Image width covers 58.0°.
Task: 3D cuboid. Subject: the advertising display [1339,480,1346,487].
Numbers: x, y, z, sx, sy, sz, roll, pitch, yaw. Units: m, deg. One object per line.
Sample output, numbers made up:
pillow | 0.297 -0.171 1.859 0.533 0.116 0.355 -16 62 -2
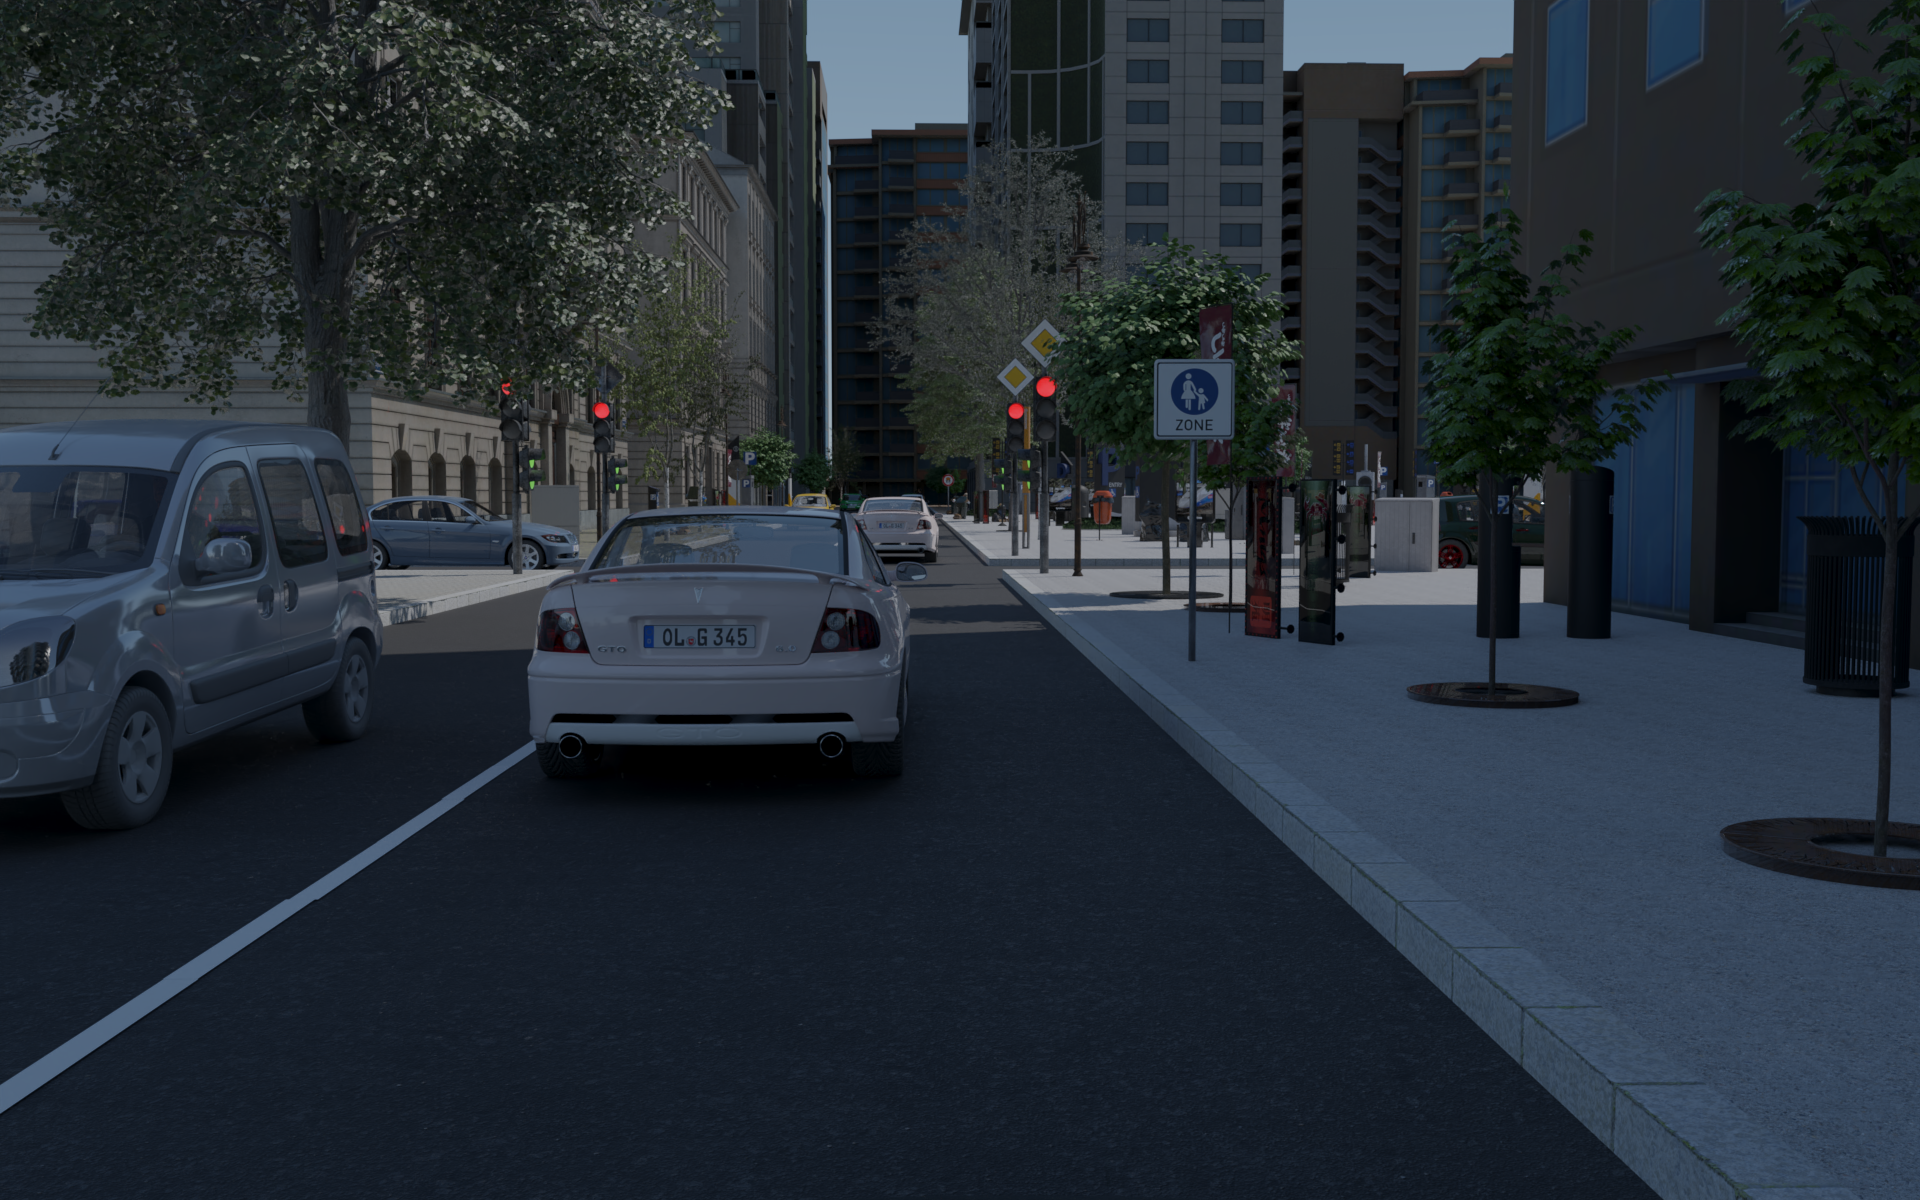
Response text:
advertising display | 17.377 -4.498 78.758 0.123 1.923 0.974 1 4 23

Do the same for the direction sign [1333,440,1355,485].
direction sign | 16.113 -4.943 72.817 0.876 3.537 0.379 1 4 17

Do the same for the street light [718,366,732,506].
street light | -8.433 -5.493 62.602 0.468 5.910 1.993 0 4 -2

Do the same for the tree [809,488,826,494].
tree | -10.805 -8.366 131.377 1.663 3.219 1.824 0 3 0

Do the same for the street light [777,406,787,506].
street light | -9.176 -7.130 89.369 0.468 5.910 1.993 0 4 -2

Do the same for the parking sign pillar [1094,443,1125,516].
parking sign pillar | 6.301 -5.165 72.921 1.447 3.967 1.447 -2 4 -33

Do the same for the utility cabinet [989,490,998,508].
utility cabinet | 1.655 -5.820 103.834 1.173 1.500 0.318 0 4 -7

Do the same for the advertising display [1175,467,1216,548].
advertising display | 5.645 -2.223 41.565 0.974 1.923 0.123 2 4 24

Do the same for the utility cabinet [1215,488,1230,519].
utility cabinet | 10.280 -3.653 68.409 1.173 1.500 0.318 3 4 36

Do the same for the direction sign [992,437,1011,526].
direction sign | 1.697 -4.732 69.370 0.876 3.537 0.379 2 4 26

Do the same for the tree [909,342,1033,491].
tree | 0.717 -9.771 94.170 8.767 10.594 7.601 2 4 35

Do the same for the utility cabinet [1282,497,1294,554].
utility cabinet | 6.907 -1.616 37.583 0.306 1.237 1.020 -1 4 -16

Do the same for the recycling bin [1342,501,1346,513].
recycling bin | 14.798 -3.272 66.044 0.722 1.027 0.722 0 4 -3

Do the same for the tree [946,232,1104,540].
tree | 2.050 -5.997 48.416 4.360 8.622 3.978 0 3 0

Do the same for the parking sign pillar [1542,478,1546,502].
parking sign pillar | 30.541 -6.144 88.924 1.447 3.967 1.447 -3 5 -42

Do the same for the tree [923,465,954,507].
tree | -2.040 -11.674 174.578 4.285 4.588 4.351 0 3 0

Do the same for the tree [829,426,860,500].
tree | -12.902 -14.542 188.127 4.360 8.622 3.978 0 3 0

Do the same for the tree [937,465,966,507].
tree | -0.239 -7.389 115.415 1.663 3.219 1.824 0 3 0

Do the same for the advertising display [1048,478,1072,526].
advertising display | 4.002 -3.918 69.280 0.974 1.923 0.123 -1 4 -11

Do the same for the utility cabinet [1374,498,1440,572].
utility cabinet | 7.419 -1.079 28.801 1.020 1.237 0.306 3 4 39

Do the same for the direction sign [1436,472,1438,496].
direction sign | 28.163 -6.741 102.214 0.379 3.537 0.876 0 4 7

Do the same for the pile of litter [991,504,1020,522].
pile of litter | 2.129 -4.004 79.432 1.719 0.858 1.176 -3 5 -39

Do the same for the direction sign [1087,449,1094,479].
direction sign | 6.827 -5.860 87.807 0.876 3.537 0.379 -1 4 -20

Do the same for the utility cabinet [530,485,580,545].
utility cabinet | -10.116 -2.113 43.224 1.173 1.500 0.318 -1 4 -22

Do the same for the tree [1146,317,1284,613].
tree | 3.029 -1.491 18.987 1.663 3.219 1.824 0 3 0

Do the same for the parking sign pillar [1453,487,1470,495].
parking sign pillar | 31.984 -7.460 110.439 1.447 3.967 1.447 -1 4 -15

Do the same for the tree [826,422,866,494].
tree | -11.585 -13.800 175.997 4.737 8.622 4.395 0 3 0

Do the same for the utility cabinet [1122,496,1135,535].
utility cabinet | 5.651 -2.676 54.911 1.020 1.237 0.306 1 4 23

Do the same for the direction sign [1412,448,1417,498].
direction sign | 22.594 -5.757 86.118 0.379 3.537 0.876 0 4 2

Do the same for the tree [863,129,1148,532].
tree | 1.876 -9.072 58.698 12.009 13.543 11.850 0 3 0

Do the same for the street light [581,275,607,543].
street light | -7.686 -3.913 36.758 0.468 5.910 1.993 0 4 -2

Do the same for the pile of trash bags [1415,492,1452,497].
pile of trash bags | 20.052 -3.966 74.590 3.447 1.369 1.912 -3 4 -38

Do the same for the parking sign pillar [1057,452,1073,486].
parking sign pillar | 6.628 -7.392 109.337 1.447 3.967 1.447 -2 4 -28

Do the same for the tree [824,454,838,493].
tree | -10.012 -8.336 120.001 4.285 4.588 4.351 0 3 0

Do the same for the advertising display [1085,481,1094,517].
advertising display | 6.873 -5.109 88.745 0.974 1.923 0.123 1 4 12

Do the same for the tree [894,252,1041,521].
tree | 0.621 -9.947 80.759 7.486 12.596 7.792 0 3 0

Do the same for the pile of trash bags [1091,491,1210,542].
pile of trash bags | 5.236 -2.310 47.518 3.447 1.369 1.912 2 4 24

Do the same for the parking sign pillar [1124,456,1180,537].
parking sign pillar | 5.967 -3.900 52.231 1.447 3.967 1.447 -1 4 -13

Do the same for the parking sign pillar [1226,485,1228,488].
parking sign pillar | 13.352 -6.249 90.642 1.447 3.967 1.447 -1 4 -12

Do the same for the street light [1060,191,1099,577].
street light | 1.834 -3.306 26.841 0.468 5.910 1.993 0 4 -2

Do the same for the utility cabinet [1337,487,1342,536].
utility cabinet | 10.995 -2.620 51.513 0.318 1.500 1.173 -1 4 -10
